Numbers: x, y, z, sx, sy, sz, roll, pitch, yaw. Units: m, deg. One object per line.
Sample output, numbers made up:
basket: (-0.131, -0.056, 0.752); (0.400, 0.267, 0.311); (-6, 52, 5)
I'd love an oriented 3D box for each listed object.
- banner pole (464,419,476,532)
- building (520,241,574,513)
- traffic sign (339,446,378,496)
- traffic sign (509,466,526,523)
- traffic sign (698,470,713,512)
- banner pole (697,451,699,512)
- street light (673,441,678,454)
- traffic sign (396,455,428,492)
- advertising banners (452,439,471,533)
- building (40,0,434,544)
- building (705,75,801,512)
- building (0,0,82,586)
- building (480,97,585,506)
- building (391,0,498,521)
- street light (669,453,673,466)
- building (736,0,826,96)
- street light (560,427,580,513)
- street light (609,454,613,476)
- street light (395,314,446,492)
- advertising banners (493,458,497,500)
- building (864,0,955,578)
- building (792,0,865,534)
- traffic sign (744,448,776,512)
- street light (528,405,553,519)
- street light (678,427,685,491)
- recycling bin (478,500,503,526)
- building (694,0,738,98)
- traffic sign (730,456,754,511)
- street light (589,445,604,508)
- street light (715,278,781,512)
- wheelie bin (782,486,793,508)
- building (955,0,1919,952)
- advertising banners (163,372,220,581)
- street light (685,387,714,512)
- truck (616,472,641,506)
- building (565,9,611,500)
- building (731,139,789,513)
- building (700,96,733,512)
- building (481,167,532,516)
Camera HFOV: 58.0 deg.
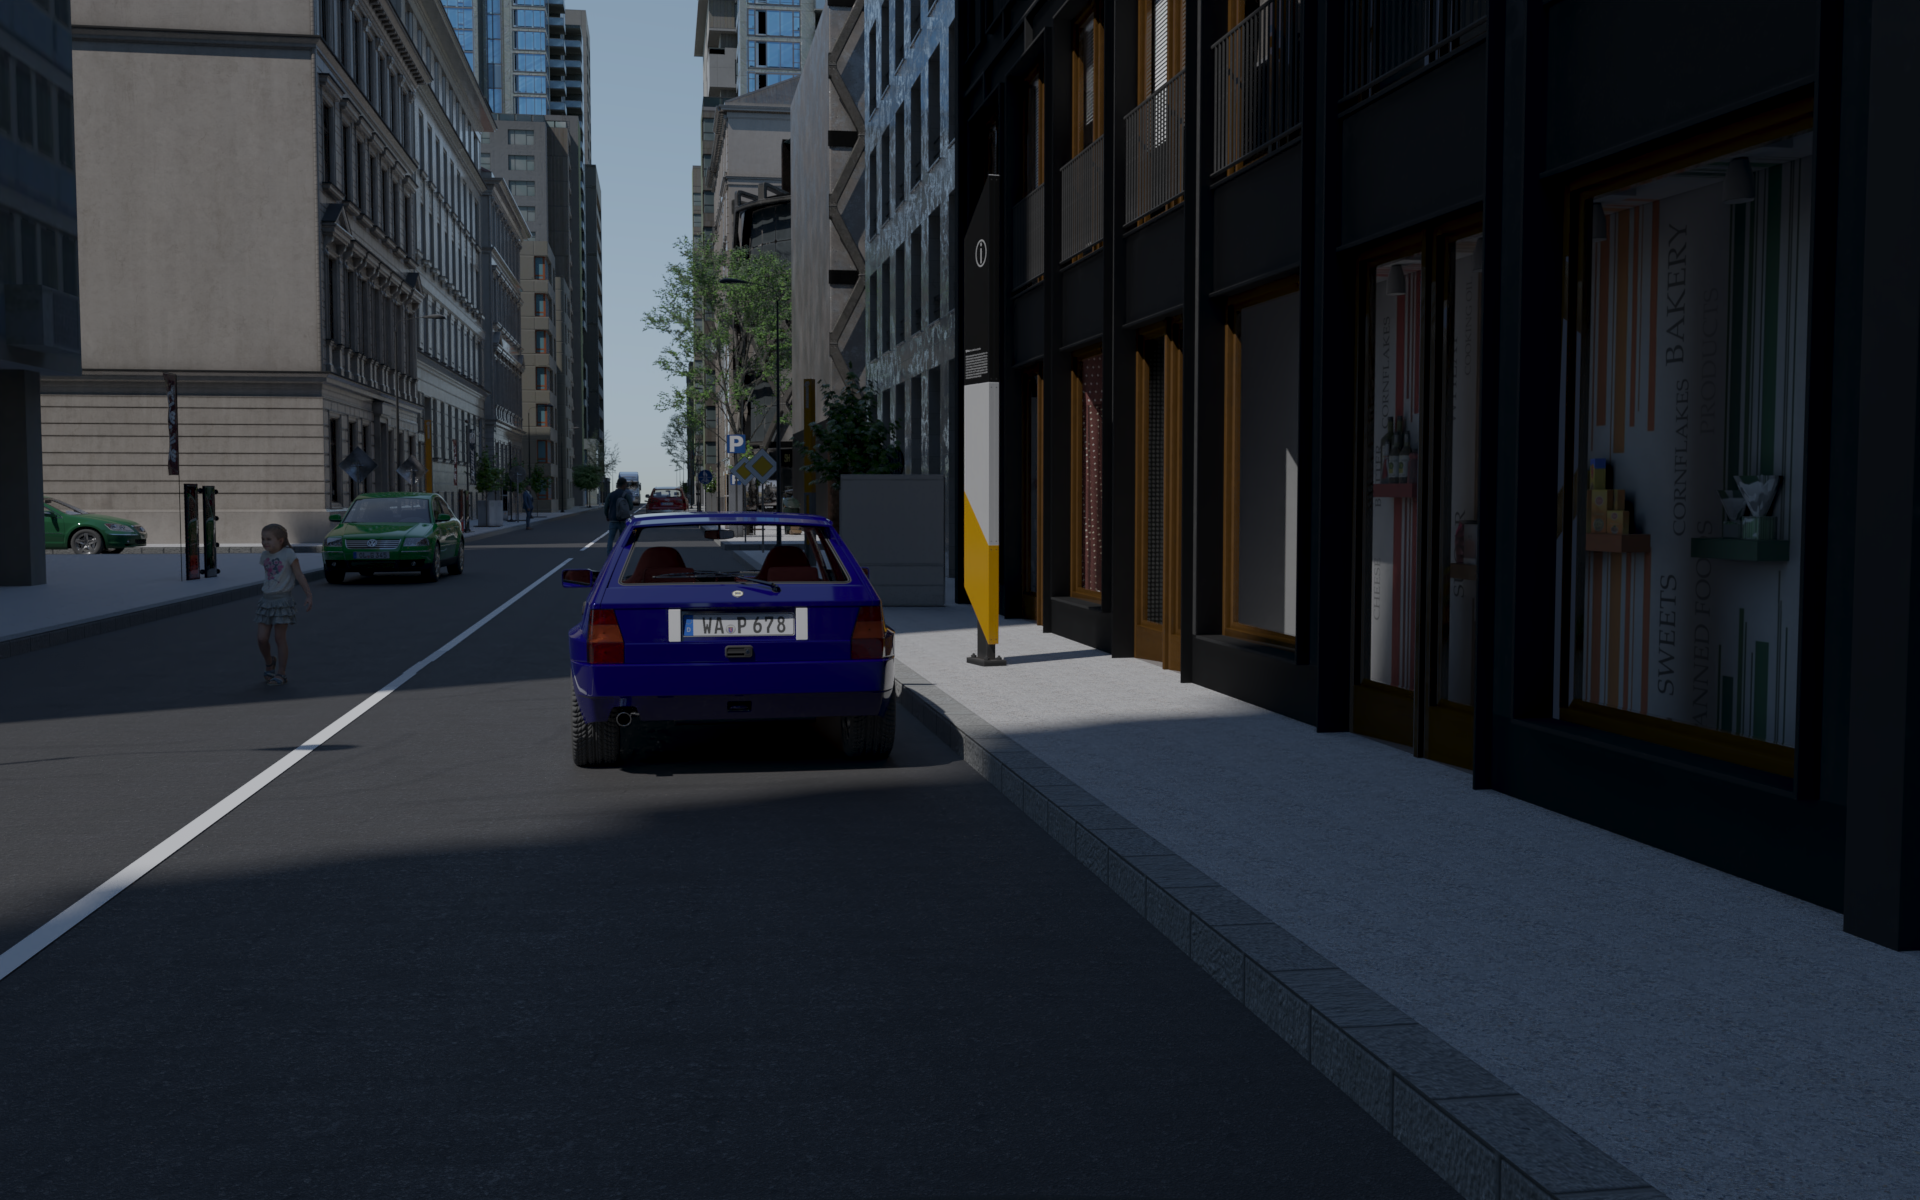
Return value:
banner pole: (-16.500, -4.183, 58.411); (0.401, 3.779, 0.863); (1, 4, 10)
building: (-44.226, -17.461, 130.525); (27.650, 21.520, 28.899); (-1, 4, -10)
traffic sign: (-12.634, -2.004, 36.402); (0.795, 2.450, 0.064); (-1, 4, -10)
traffic sign: (-19.928, -4.765, 78.014); (0.768, 2.556, 0.104); (0, 4, -6)
traffic sign: (-13.240, -5.505, 90.109); (0.768, 2.556, 0.104); (0, 4, -1)
banner pole: (-15.374, -6.828, 101.654); (0.401, 3.779, 0.863); (-1, 4, -11)
street light: (-23.949, -10.900, 150.753); (1.470, 5.913, 1.316); (-1, 4, -10)
traffic sign: (-13.995, -2.485, 44.271); (0.795, 2.450, 0.064); (-1, 4, -10)
advertising banners: (-16.225, -3.678, 56.322); (0.090, 3.025, 2.074); (0, 4, -2)
building: (-22.616, -11.505, 52.733); (10.561, 19.102, 19.286); (-1, 4, -10)
building: (-9.233, -19.007, 108.022); (12.463, 27.353, 25.104); (-1, 4, -10)
building: (-23.096, -19.820, 15.937); (23.993, 40.220, 32.217); (-1, 4, -10)
building: (-46.877, -30.414, 180.870); (14.154, 41.232, 14.086); (-1, 4, -10)
building: (-29.940, -14.871, 76.419); (16.112, 22.955, 30.059); (-1, 4, -10)
street light: (-31.639, -13.597, 194.851); (1.470, 5.913, 1.316); (-1, 4, -10)
building: (-10.671, -51.333, 151.960); (22.319, 86.520, 31.000); (-1, 4, -10)
street light: (-27.051, -9.027, 120.127); (1.470, 5.913, 1.316); (-1, 4, -10)
street light: (-41.050, -14.003, 201.490); (1.470, 5.913, 1.316); (-1, 4, -10)
street light: (-13.996, -4.422, 44.845); (1.470, 5.913, 1.316); (-1, 4, -10)
advertising banners: (-19.210, -4.611, 71.578); (0.090, 3.025, 2.074); (-1, 4, -16)
building: (4.535, -10.665, 29.126); (10.420, 20.320, 16.860); (-1, 4, -10)
building: (3.538, -11.540, 56.133); (16.811, 18.784, 16.820); (-1, 4, -10)
traffic sign: (-4.309, -2.090, 37.816); (0.795, 2.450, 0.064); (-1, 4, -10)
street light: (-21.812, -7.183, 89.981); (1.470, 5.913, 1.316); (-1, 4, -10)
street light: (-18.435, -8.969, 119.191); (1.470, 5.913, 1.316); (-1, 4, -10)
recycling bin: (-18.719, -3.454, 69.022); (0.722, 1.027, 0.722); (3, 4, 37)
building: (-13.001, -36.268, 182.214); (28.713, 52.752, 27.495); (-1, 4, -10)
traffic sign: (-5.670, -2.571, 45.685); (0.795, 2.450, 0.064); (-1, 4, -10)
street light: (-34.710, -11.761, 164.831); (1.470, 5.913, 1.316); (-1, 4, -10)
street light: (-4.478, -3.972, 37.478); (1.470, 5.913, 1.316); (-1, 4, -10)
wheelie bin: (-6.700, -3.771, 69.565); (0.980, 1.594, 0.693); (1, 4, 16)
building: (7.342, -11.210, 12.958); (12.332, 23.373, 15.834); (-1, 4, -10)
advertising banners: (-11.478, -1.815, 25.864); (0.090, 3.025, 2.074); (0, 4, -5)
street light: (-11.006, -6.270, 75.048); (1.470, 5.913, 1.316); (-1, 4, -10)
truck: (-40.846, -13.707, 213.861); (2.967, 4.110, 18.799); (-1, 4, -10)
building: (-63.539, -50.290, 260.490); (20.563, 71.187, 20.611); (-1, 4, -10)
building: (-3.109, -13.482, 87.878); (16.820, 18.784, 16.811); (-1, 4, -10)
building: (-12.368, -21.938, 130.384); (14.160, 30.474, 14.107); (-1, 4, -10)
building: (-31.825, -16.262, 102.041); (11.583, 22.565, 21.152); (-1, 4, -10)
